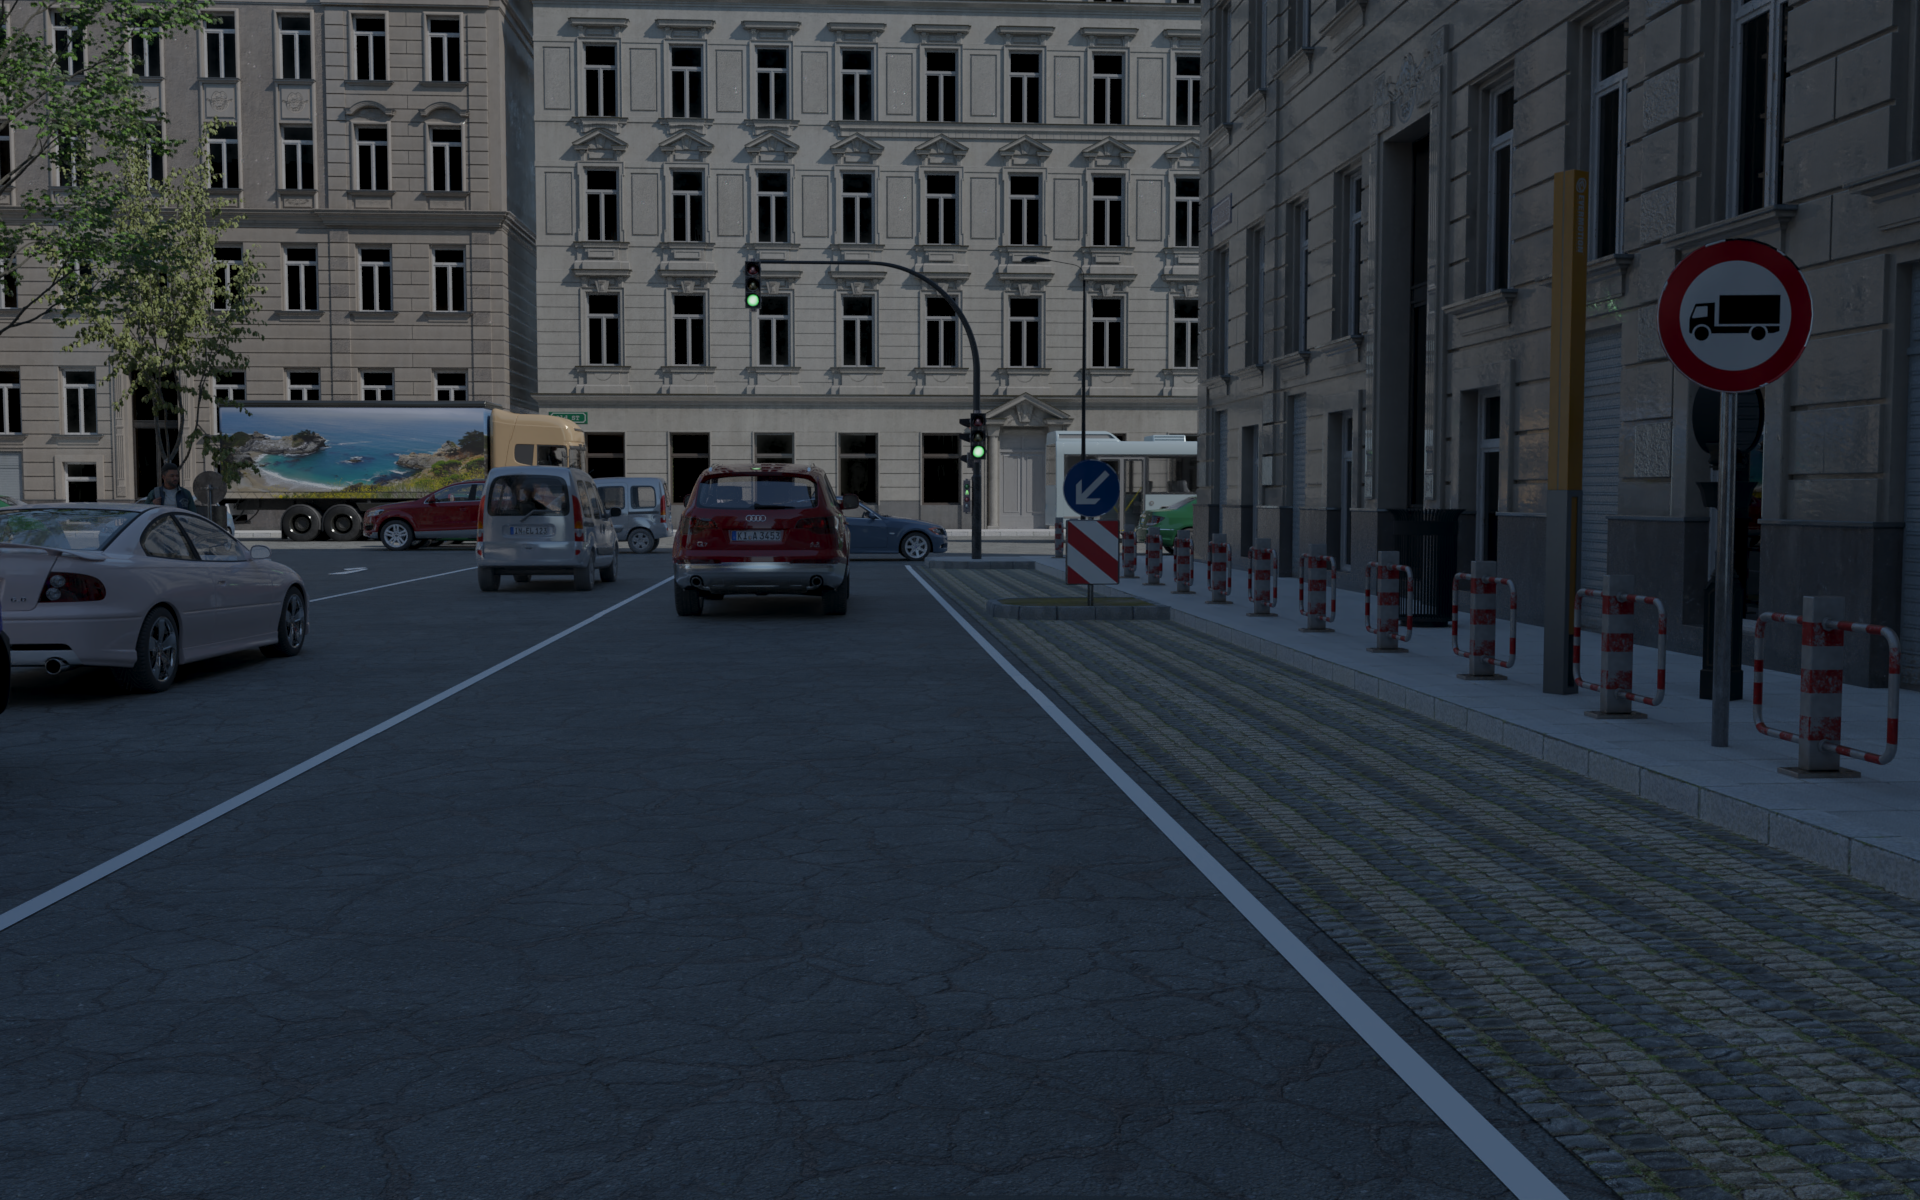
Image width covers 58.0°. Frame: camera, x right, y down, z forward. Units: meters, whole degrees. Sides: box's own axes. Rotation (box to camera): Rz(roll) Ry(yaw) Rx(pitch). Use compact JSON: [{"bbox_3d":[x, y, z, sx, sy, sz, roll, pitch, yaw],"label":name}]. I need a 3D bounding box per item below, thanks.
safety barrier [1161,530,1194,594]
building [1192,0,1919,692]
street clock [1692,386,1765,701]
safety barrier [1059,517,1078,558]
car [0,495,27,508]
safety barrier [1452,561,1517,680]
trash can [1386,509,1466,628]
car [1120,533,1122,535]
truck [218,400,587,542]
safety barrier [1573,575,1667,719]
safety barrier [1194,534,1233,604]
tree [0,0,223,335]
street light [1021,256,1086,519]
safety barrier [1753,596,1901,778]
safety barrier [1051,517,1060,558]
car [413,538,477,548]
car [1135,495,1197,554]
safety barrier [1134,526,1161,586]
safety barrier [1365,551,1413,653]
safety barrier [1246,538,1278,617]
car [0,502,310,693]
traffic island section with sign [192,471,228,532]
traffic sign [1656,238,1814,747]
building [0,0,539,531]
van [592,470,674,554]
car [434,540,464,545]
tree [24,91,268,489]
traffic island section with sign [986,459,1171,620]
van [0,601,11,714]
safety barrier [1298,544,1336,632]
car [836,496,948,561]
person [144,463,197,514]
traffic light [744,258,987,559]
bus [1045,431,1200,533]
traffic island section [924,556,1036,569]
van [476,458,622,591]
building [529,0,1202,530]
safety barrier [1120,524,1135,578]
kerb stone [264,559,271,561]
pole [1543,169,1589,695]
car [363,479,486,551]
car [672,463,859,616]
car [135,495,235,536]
[{"bbox_3d":[2.877,-0.491,22.301,0.300,0.817,1.120,0,4,-4],"label":"safety barrier"},{"bbox_3d":[10.931,-13.656,20.546,12.463,27.353,25.104,0,4,-4],"label":"building"},{"bbox_3d":[4.759,-0.379,10.769,0.471,2.002,0.358,-3,4,-38],"label":"street clock"},{"bbox_3d":[2.139,-1.121,32.610,0.300,0.817,1.120,0,4,-4],"label":"safety barrier"},{"bbox_3d":[-30.494,-2.525,53.088,4.920,1.459,2.131,0,4,-4],"label":"car"},{"bbox_3d":[3.621,0.140,11.993,0.300,0.817,1.120,0,4,-4],"label":"safety barrier"},{"bbox_3d":[4.520,-0.317,16.831,0.748,1.137,0.748,0,3,0],"label":"trash can"},{"bbox_3d":[6.859,-2.814,54.805,4.718,1.807,1.959,0,4,-3],"label":"car"},{"bbox_3d":[-16.543,-3.928,53.133,11.283,4.237,2.839,0,4,-3],"label":"truck"},{"bbox_3d":[3.770,0.265,9.935,0.300,0.817,1.120,0,4,-4],"label":"safety barrier"},{"bbox_3d":[3.030,-0.365,20.244,0.300,0.817,1.120,0,4,-4],"label":"safety barrier"},{"bbox_3d":[-13.960,-5.798,23.002,9.928,11.665,9.643,0,3,0],"label":"tree"},{"bbox_3d":[1.890,-3.760,34.016,1.470,5.913,1.316,0,4,-4],"label":"street light"},{"bbox_3d":[3.918,0.391,7.877,0.300,0.817,1.120,0,4,-4],"label":"safety barrier"},{"bbox_3d":[1.986,-1.248,34.681,0.300,0.817,1.120,0,4,-4],"label":"safety barrier"},{"bbox_3d":[-13.125,-2.161,47.125,4.920,1.459,2.131,0,4,-4],"label":"car"},{"bbox_3d":[6.612,-1.780,40.902,4.920,1.459,2.131,0,4,-4],"label":"car"},{"bbox_3d":[2.728,-0.617,24.359,0.300,0.817,1.120,0,4,-4],"label":"safety barrier"},{"bbox_3d":[3.474,0.013,14.056,0.300,0.817,1.120,0,4,-4],"label":"safety barrier"},{"bbox_3d":[3.173,-0.239,18.177,0.300,0.817,1.120,0,4,-4],"label":"safety barrier"},{"bbox_3d":[-6.728,-0.088,13.795,2.083,1.381,4.827,0,4,-2],"label":"car"},{"bbox_3d":[-14.667,-1.544,33.378,2.006,1.907,1.989,0,4,-4],"label":"traffic island section with sign"},{"bbox_3d":[3.865,-0.528,8.733,0.768,2.556,0.104,0,4,3],"label":"traffic sign"},{"bbox_3d":[-28.519,-16.397,65.355,25.104,27.353,12.463,0,4,-4],"label":"building"},{"bbox_3d":[-9.077,-2.154,42.226,4.112,2.044,2.013,0,4,-4],"label":"van"},{"bbox_3d":[-13.130,-2.282,49.668,4.827,1.381,2.083,0,4,-4],"label":"car"},{"bbox_3d":[-14.050,-4.754,30.544,4.737,8.622,4.395,0,3,0],"label":"tree"},{"bbox_3d":[1.340,-0.725,20.480,1.989,1.847,2.006,0,4,-4],"label":"traffic island section with sign"},{"bbox_3d":[-5.647,-0.138,6.648,2.240,2.365,5.245,0,4,-5],"label":"van"},{"bbox_3d":[3.323,-0.113,16.119,0.300,0.817,1.120,0,4,-4],"label":"safety barrier"},{"bbox_3d":[-2.502,-1.564,37.568,4.499,1.417,2.014,0,4,-5],"label":"car"},{"bbox_3d":[-9.984,-0.829,22.047,0.794,1.824,0.713,0,4,-5],"label":"person"},{"bbox_3d":[-1.780,-3.617,33.810,4.771,5.953,1.251,0,4,-4],"label":"traffic light"},{"bbox_3d":[9.278,-3.485,51.839,13.247,3.499,2.948,0,4,-4],"label":"bus"},{"bbox_3d":[0.341,-0.730,34.218,2.009,0.180,2.903,0,4,-4],"label":"traffic island section"},{"bbox_3d":[-6.363,-1.221,26.980,2.013,2.044,4.112,0,4,-4],"label":"van"},{"bbox_3d":[5.828,-17.973,70.271,44.131,29.872,17.030,0,4,-4],"label":"building"},{"bbox_3d":[2.582,-0.743,26.418,0.300,0.817,1.120,0,4,-4],"label":"safety barrier"},{"bbox_3d":[-13.646,-0.706,33.753,0.120,0.150,1.000,0,4,-4],"label":"kerb stone"},{"bbox_3d":[3.868,-1.053,11.054,0.158,3.312,0.155,0,3,0],"label":"pole"},{"bbox_3d":[-12.628,-2.201,44.656,5.304,1.827,2.281,0,4,-4],"label":"car"},{"bbox_3d":[-2.423,-0.813,21.972,2.281,1.827,5.304,0,4,-3],"label":"car"},{"bbox_3d":[-18.529,-1.752,40.644,2.014,1.417,4.499,0,4,-3],"label":"car"}]
